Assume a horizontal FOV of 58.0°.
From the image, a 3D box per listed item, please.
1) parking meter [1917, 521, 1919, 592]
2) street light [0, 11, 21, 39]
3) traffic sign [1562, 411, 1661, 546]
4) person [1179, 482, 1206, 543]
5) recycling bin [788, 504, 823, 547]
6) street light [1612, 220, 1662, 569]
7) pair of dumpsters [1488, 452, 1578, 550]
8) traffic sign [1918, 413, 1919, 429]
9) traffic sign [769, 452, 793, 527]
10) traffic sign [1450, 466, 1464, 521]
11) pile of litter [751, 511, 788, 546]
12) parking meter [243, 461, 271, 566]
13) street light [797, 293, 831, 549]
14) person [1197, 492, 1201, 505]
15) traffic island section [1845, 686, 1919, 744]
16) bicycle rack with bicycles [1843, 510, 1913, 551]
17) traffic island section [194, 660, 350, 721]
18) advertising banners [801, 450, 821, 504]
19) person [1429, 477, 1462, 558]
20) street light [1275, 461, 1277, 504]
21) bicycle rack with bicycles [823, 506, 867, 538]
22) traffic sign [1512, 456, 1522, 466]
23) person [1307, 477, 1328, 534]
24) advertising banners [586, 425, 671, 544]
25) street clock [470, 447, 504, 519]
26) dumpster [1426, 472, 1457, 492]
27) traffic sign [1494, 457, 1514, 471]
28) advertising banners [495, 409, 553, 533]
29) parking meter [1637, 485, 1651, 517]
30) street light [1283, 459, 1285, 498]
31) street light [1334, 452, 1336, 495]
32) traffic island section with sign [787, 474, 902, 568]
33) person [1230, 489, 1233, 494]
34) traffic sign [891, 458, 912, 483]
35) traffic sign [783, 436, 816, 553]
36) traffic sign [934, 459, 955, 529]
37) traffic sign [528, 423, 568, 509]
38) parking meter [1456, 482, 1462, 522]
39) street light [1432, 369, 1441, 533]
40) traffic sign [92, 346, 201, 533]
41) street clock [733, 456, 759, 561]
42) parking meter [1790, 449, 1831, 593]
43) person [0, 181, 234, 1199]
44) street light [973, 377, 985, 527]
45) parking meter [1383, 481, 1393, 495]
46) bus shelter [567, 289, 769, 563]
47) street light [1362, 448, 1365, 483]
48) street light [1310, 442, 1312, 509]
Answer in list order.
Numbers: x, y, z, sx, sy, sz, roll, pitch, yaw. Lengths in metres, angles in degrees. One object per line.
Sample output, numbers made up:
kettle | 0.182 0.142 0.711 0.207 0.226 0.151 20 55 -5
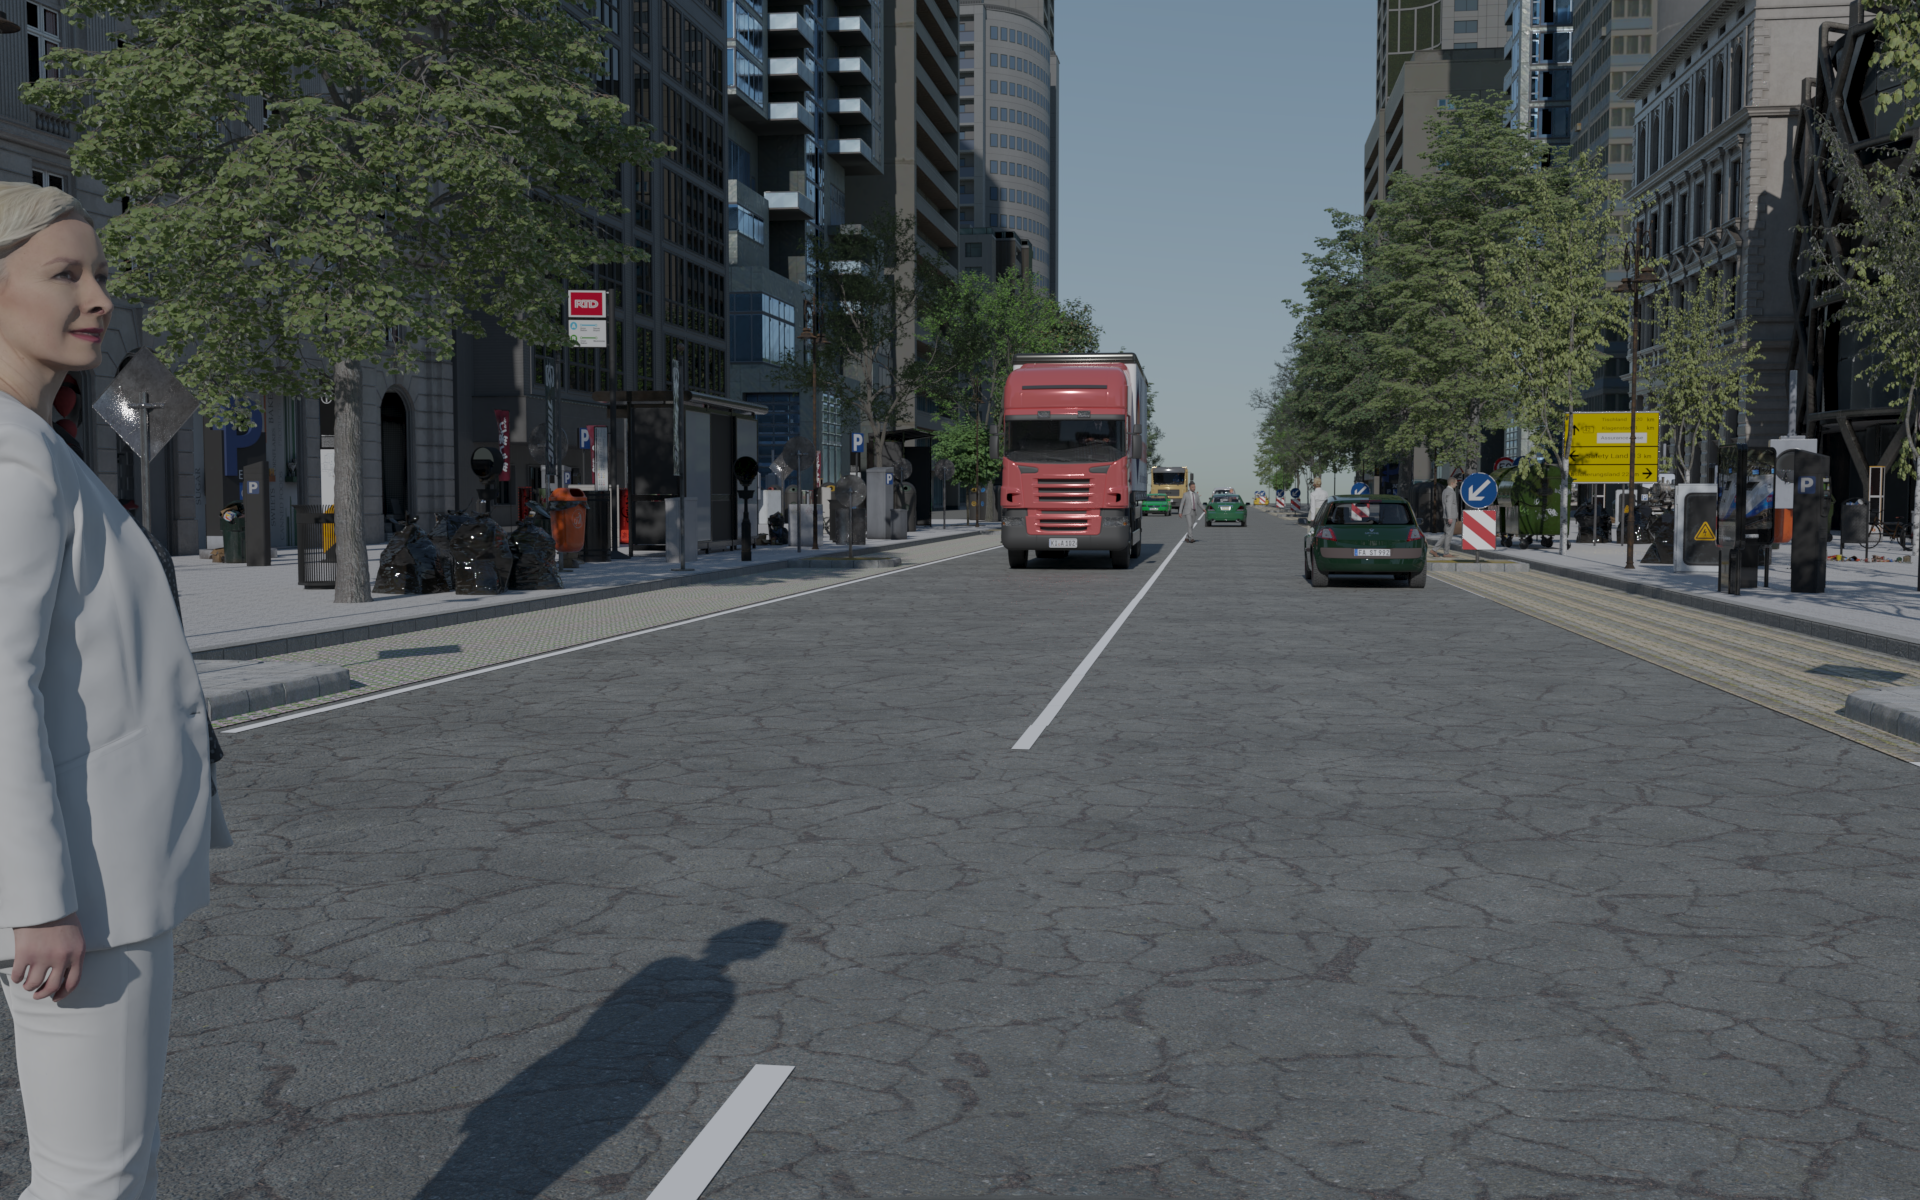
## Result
parking meter | 12.780 -0.874 22.694 0.372 1.533 0.369 0 3 0
street light | -7.450 -2.427 12.464 0.468 5.910 1.993 1 4 8
traffic sign | 15.974 -2.978 42.564 2.265 3.308 0.079 1 4 12
person | 6.767 -2.564 50.703 0.678 1.792 0.850 -1 4 -23
recycling bin | -3.797 -1.839 42.619 0.722 1.027 0.722 1 4 10
street light | 11.505 -3.473 29.570 0.468 5.910 1.993 1 4 8
pair of dumpsters | 13.687 -2.402 41.760 1.574 2.255 4.437 1 4 8
traffic sign | 11.888 -1.266 20.798 0.768 2.556 0.104 1 4 13
traffic sign | -4.885 -2.845 47.706 0.795 2.450 0.064 1 4 14
traffic sign | 21.063 -4.481 73.267 0.884 2.594 0.081 1 4 14
pile of litter | -4.894 -1.821 43.732 1.176 0.858 1.719 2 4 24
parking meter | -12.501 -1.534 30.786 0.399 1.863 0.255 0 4 8
street light | -3.355 -4.111 39.995 0.468 5.910 1.993 1 4 8
person | 31.336 -13.366 227.569 0.750 1.759 0.617 0 4 -8
traffic island section | 6.505 0.748 10.046 2.009 0.180 2.903 1 4 8
bicycle rack with bicycles | 22.030 -1.626 39.971 2.925 0.926 2.852 -1 4 -16
traffic island section | -5.553 0.638 11.845 2.009 0.180 2.903 1 4 8
advertising banners | -6.046 -4.535 70.332 0.090 3.025 2.074 -2 4 -26
person | 10.985 -1.849 38.845 0.853 1.813 0.709 0 4 -2
street light | 39.231 -14.803 214.820 0.468 5.910 1.993 1 4 8
bicycle rack with bicycles | -3.227 -2.344 51.712 2.925 0.926 2.852 0 4 6
traffic sign | 18.696 -3.510 57.502 0.768 2.556 0.104 1 4 13
person | 7.832 -1.775 37.749 0.478 1.798 0.641 0 4 -7
advertising banners | -8.477 -2.935 44.181 2.074 3.025 0.090 -2 4 -24
street clock | -7.264 -1.351 26.653 0.471 2.002 0.358 2 4 26
dumpster | 21.387 -4.581 77.391 1.502 2.255 1.985 1 4 8
traffic sign | 18.623 -3.616 59.231 0.768 2.556 0.104 1 4 9
advertising banners | -9.186 -2.469 36.548 0.090 3.025 2.074 1 4 20
parking meter | 19.019 -2.432 48.178 0.372 1.533 0.369 0 3 0
street light | 35.114 -13.158 187.921 0.468 5.910 1.993 1 4 8
street light | 22.799 -8.105 105.299 0.468 5.910 1.993 1 4 8
traffic island section with sign | -2.213 -1.563 34.177 1.989 1.847 2.006 1 4 8
person | 16.073 -5.736 102.830 0.434 1.755 0.990 -1 4 -14
traffic sign | -2.081 -3.754 61.489 0.768 2.556 0.104 1 4 13
traffic sign | -3.533 -2.315 37.954 0.768 2.556 0.104 1 4 14
traffic sign | -0.567 -3.835 62.806 0.768 2.556 0.104 1 4 13
traffic sign | -7.325 -1.876 30.780 0.768 2.556 0.104 1 4 13
parking meter | 22.597 -4.430 78.142 0.399 1.863 0.255 1 4 22
street light | 15.472 -5.109 56.312 0.468 5.910 1.993 1 4 8
traffic sign | -5.528 -0.498 11.780 0.795 2.450 0.064 1 4 8
street clock | -4.095 -1.747 33.134 0.471 2.002 0.358 -1 4 -12
parking meter | 11.053 -1.026 22.493 0.255 1.863 0.399 -3 5 -40
person | -1.266 0.372 2.293 0.514 1.842 0.818 2 4 35
street light | 0.667 -5.746 66.729 0.468 5.910 1.993 1 4 8
parking meter | 19.578 -4.495 79.210 0.399 1.863 0.255 0 4 -4
bus shelter | -6.219 -3.603 36.538 2.179 5.291 8.768 1 4 8
street light | 19.489 -6.779 83.623 0.468 5.910 1.993 1 4 8
street light | 26.783 -9.740 132.038 0.468 5.910 1.993 1 4 8
